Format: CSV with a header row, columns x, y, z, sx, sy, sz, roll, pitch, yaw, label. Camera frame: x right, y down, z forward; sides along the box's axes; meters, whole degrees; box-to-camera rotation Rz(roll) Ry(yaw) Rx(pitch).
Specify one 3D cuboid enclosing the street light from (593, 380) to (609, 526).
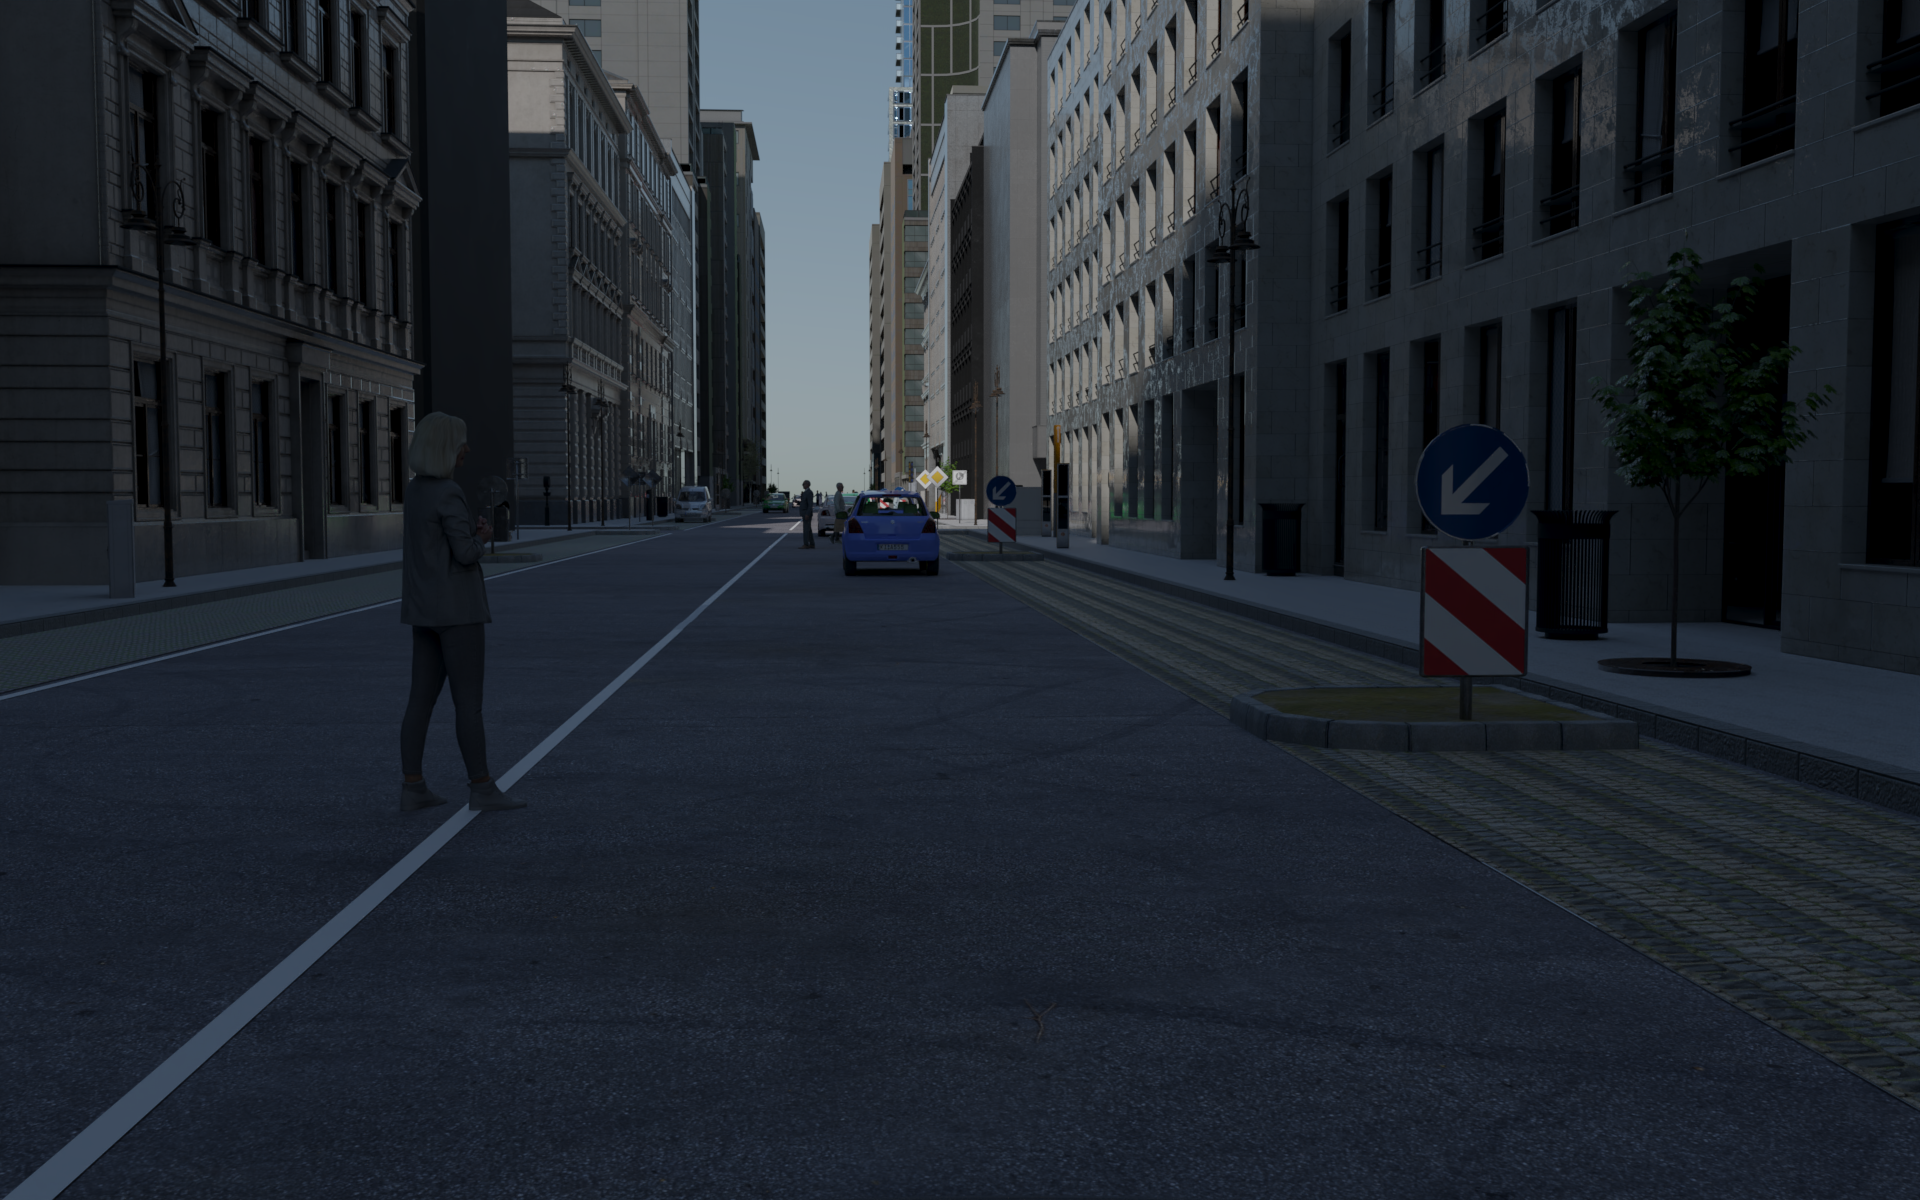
x,y,z,sx,sy,sz,roll,pitch,yaw,label
-14.354,-5.910,69.423,0.468,5.910,1.993,0,4,-4,street light

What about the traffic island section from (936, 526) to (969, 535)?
x,y,z,sx,sy,sz,roll,pitch,yaw,label
-0.788,-2.448,62.306,2.009,0.180,2.903,0,4,-4,traffic island section

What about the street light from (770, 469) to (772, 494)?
x,y,z,sx,sy,sz,roll,pitch,yaw,label
-28.880,-17.872,264.996,0.468,5.910,1.993,0,4,-4,street light

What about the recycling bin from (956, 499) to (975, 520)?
x,y,z,sx,sy,sz,roll,pitch,yaw,label
0.276,-4.436,85.085,0.722,1.027,0.722,-2,4,-25,recycling bin

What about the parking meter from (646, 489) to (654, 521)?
x,y,z,sx,sy,sz,roll,pitch,yaw,label
-14.974,-4.601,83.631,0.372,1.533,0.369,0,3,0,parking meter

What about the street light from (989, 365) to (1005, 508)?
x,y,z,sx,sy,sz,roll,pitch,yaw,label
1.324,-5.455,61.984,0.468,5.910,1.993,0,4,-4,street light

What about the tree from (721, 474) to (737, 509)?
x,y,z,sx,sy,sz,roll,pitch,yaw,label
-20.724,-9.663,152.584,1.663,3.219,1.824,0,3,0,tree

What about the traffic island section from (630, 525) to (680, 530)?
x,y,z,sx,sy,sz,roll,pitch,yaw,label
-12.341,-2.886,69.462,2.009,0.180,2.903,0,4,-4,traffic island section

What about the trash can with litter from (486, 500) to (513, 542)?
x,y,z,sx,sy,sz,roll,pitch,yaw,label
-12.423,-2.162,46.728,0.624,1.170,1.055,0,4,-5,trash can with litter

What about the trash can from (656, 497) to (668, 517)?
x,y,z,sx,sy,sz,roll,pitch,yaw,label
-16.527,-5.167,96.139,0.748,1.137,0.748,0,3,0,trash can

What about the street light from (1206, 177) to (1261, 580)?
x,y,z,sx,sy,sz,roll,pitch,yaw,label
4.023,-3.233,25.652,0.468,5.910,1.993,0,4,-4,street light

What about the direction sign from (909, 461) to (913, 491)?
x,y,z,sx,sy,sz,roll,pitch,yaw,label
-3.420,-7.864,120.568,0.379,3.537,0.876,-1,4,-21,direction sign

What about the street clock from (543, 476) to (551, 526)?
x,y,z,sx,sy,sz,roll,pitch,yaw,label
-16.631,-3.987,69.750,0.358,2.002,0.471,0,4,-5,street clock

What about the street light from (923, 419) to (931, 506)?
x,y,z,sx,sy,sz,roll,pitch,yaw,label
-2.081,-8.227,107.292,0.468,5.910,1.993,0,4,-4,street light

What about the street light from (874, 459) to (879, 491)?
x,y,z,sx,sy,sz,roll,pitch,yaw,label
-11.166,-15.743,230.185,0.468,5.910,1.993,0,4,-4,street light

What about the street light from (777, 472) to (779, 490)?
x,y,z,sx,sy,sz,roll,pitch,yaw,label
-31.642,-20.104,301.487,0.468,5.910,1.993,0,4,-4,street light

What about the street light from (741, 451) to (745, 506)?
x,y,z,sx,sy,sz,roll,pitch,yaw,label
-22.862,-12.829,182.549,0.468,5.910,1.993,0,4,-4,street light

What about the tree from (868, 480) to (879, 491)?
x,y,z,sx,sy,sz,roll,pitch,yaw,label
-12.348,-15.382,246.099,1.663,3.219,1.824,0,3,0,tree

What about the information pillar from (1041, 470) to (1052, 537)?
x,y,z,sx,sy,sz,roll,pitch,yaw,label
2.594,-2.905,51.995,0.304,2.012,0.304,0,4,-1,information pillar

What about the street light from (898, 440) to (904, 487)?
x,y,z,sx,sy,sz,roll,pitch,yaw,label
-5.004,-10.656,147.019,0.468,5.910,1.993,0,4,-4,street light

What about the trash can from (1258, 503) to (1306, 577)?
x,y,z,sx,sy,sz,roll,pitch,yaw,label
5.035,-0.947,27.131,0.748,1.137,0.748,0,3,0,trash can

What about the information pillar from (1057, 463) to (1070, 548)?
x,y,z,sx,sy,sz,roll,pitch,yaw,label
2.436,-2.230,40.950,0.304,2.012,0.304,0,4,3,information pillar

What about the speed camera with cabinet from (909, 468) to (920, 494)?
x,y,z,sx,sy,sz,roll,pitch,yaw,label
-3.543,-8.573,134.506,0.660,3.252,2.038,1,4,9,speed camera with cabinet

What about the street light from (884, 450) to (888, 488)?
x,y,z,sx,sy,sz,roll,pitch,yaw,label
-7.900,-12.903,183.743,0.468,5.910,1.993,0,4,-4,street light

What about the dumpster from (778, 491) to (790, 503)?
x,y,z,sx,sy,sz,roll,pitch,yaw,label
-26.162,-15.235,257.302,1.865,1.857,1.264,0,4,-3,dumpster

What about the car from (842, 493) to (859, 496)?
x,y,z,sx,sy,sz,roll,pitch,yaw,label
-4.708,-4.142,76.517,1.959,1.807,4.718,0,4,-5,car

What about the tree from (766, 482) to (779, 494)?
x,y,z,sx,sy,sz,roll,pitch,yaw,label
-29.506,-17.099,274.176,1.663,3.219,1.824,0,3,0,tree

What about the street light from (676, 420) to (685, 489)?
x,y,z,sx,sy,sz,roll,pitch,yaw,label
-17.139,-8.161,106.217,0.468,5.910,1.993,0,4,-4,street light

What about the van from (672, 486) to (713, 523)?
x,y,z,sx,sy,sz,roll,pitch,yaw,label
-13.432,-4.906,87.216,2.013,2.044,4.112,0,4,-5,van

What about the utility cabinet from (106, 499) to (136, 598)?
x,y,z,sx,sy,sz,roll,pitch,yaw,label
-10.535,-0.647,21.743,0.306,1.237,1.020,-2,4,-25,utility cabinet

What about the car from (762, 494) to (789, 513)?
x,y,z,sx,sy,sz,roll,pitch,yaw,label
-13.885,-7.442,130.470,1.959,1.807,4.718,0,4,-2,car

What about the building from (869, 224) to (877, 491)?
x,y,z,sx,sy,sz,roll,pitch,yaw,label
-4.425,-40.946,293.172,21.300,48.544,21.600,0,4,-4,building

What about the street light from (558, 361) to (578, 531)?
x,y,z,sx,sy,sz,roll,pitch,yaw,label
-13.634,-5.353,60.312,0.468,5.910,1.993,0,4,-4,street light

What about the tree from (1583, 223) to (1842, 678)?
x,y,z,sx,sy,sz,roll,pitch,yaw,label
5.060,-1.088,12.388,1.663,3.219,1.824,0,3,0,tree

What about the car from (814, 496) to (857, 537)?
x,y,z,sx,sy,sz,roll,pitch,yaw,label
-3.992,-2.900,59.771,2.083,1.381,4.827,0,4,-5,car

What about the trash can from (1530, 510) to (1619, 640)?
x,y,z,sx,sy,sz,roll,pitch,yaw,label
5.439,-0.228,15.375,0.748,1.137,0.748,0,3,0,trash can

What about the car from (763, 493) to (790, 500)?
x,y,z,sx,sy,sz,roll,pitch,yaw,label
-14.340,-7.717,135.210,2.155,1.783,4.494,0,4,-6,car

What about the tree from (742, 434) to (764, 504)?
x,y,z,sx,sy,sz,roll,pitch,yaw,label
-25.908,-16.080,213.268,4.360,8.622,3.978,0,3,0,tree

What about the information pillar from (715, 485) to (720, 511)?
x,y,z,sx,sy,sz,roll,pitch,yaw,label
-18.791,-7.927,134.101,0.304,2.012,0.304,-1,4,-20,information pillar

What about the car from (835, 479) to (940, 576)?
x,y,z,sx,sy,sz,roll,pitch,yaw,label
-1.306,-1.353,31.712,1.945,1.707,3.694,0,4,-5,car

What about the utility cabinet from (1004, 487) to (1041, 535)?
x,y,z,sx,sy,sz,roll,pitch,yaw,label
1.951,-2.717,53.105,1.173,1.500,0.318,1,4,13,utility cabinet

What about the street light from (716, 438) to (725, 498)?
x,y,z,sx,sy,sz,roll,pitch,yaw,label
-19.984,-10.580,145.774,0.468,5.910,1.993,0,4,-4,street light

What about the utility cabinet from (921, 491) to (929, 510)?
x,y,z,sx,sy,sz,roll,pitch,yaw,label
-2.336,-6.491,114.800,0.318,1.500,1.173,1,4,13,utility cabinet

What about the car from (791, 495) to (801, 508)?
x,y,z,sx,sy,sz,roll,pitch,yaw,label
-16.864,-10.497,183.981,2.083,1.381,4.827,0,4,-4,car

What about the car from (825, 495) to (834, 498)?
x,y,z,sx,sy,sz,roll,pitch,yaw,label
-16.004,-12.545,217.467,2.083,1.381,4.827,0,4,-6,car

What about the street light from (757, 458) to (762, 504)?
x,y,z,sx,sy,sz,roll,pitch,yaw,label
-26.206,-15.651,228.686,0.468,5.910,1.993,0,4,-4,street light

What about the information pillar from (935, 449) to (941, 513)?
x,y,z,sx,sy,sz,roll,pitch,yaw,label
-1.139,-6.038,90.075,0.183,3.616,0.504,2,4,27,information pillar

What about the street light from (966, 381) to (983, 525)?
x,y,z,sx,sy,sz,roll,pitch,yaw,label
0.645,-6.005,70.977,0.468,5.910,1.993,0,4,-4,street light

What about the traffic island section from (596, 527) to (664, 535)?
x,y,z,sx,sy,sz,roll,pitch,yaw,label
-11.749,-2.399,61.499,2.009,0.180,2.903,0,4,-4,traffic island section

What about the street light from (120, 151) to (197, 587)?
x,y,z,sx,sy,sz,roll,pitch,yaw,label
-10.943,-3.120,23.800,0.468,5.910,1.993,0,4,-4,street light

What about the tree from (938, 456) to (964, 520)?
x,y,z,sx,sy,sz,roll,pitch,yaw,label
-0.489,-5.667,87.262,1.663,3.219,1.824,0,3,0,tree

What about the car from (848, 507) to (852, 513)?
x,y,z,sx,sy,sz,roll,pitch,yaw,label
-1.762,-1.981,41.983,1.945,1.707,3.694,0,4,-3,car

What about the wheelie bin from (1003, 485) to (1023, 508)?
x,y,z,sx,sy,sz,roll,pitch,yaw,label
1.884,-3.142,59.273,0.980,1.594,0.693,-1,4,-21,wheelie bin

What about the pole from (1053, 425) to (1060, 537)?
x,y,z,sx,sy,sz,roll,pitch,yaw,label
2.862,-3.505,51.157,0.158,3.312,0.155,0,3,0,pole
